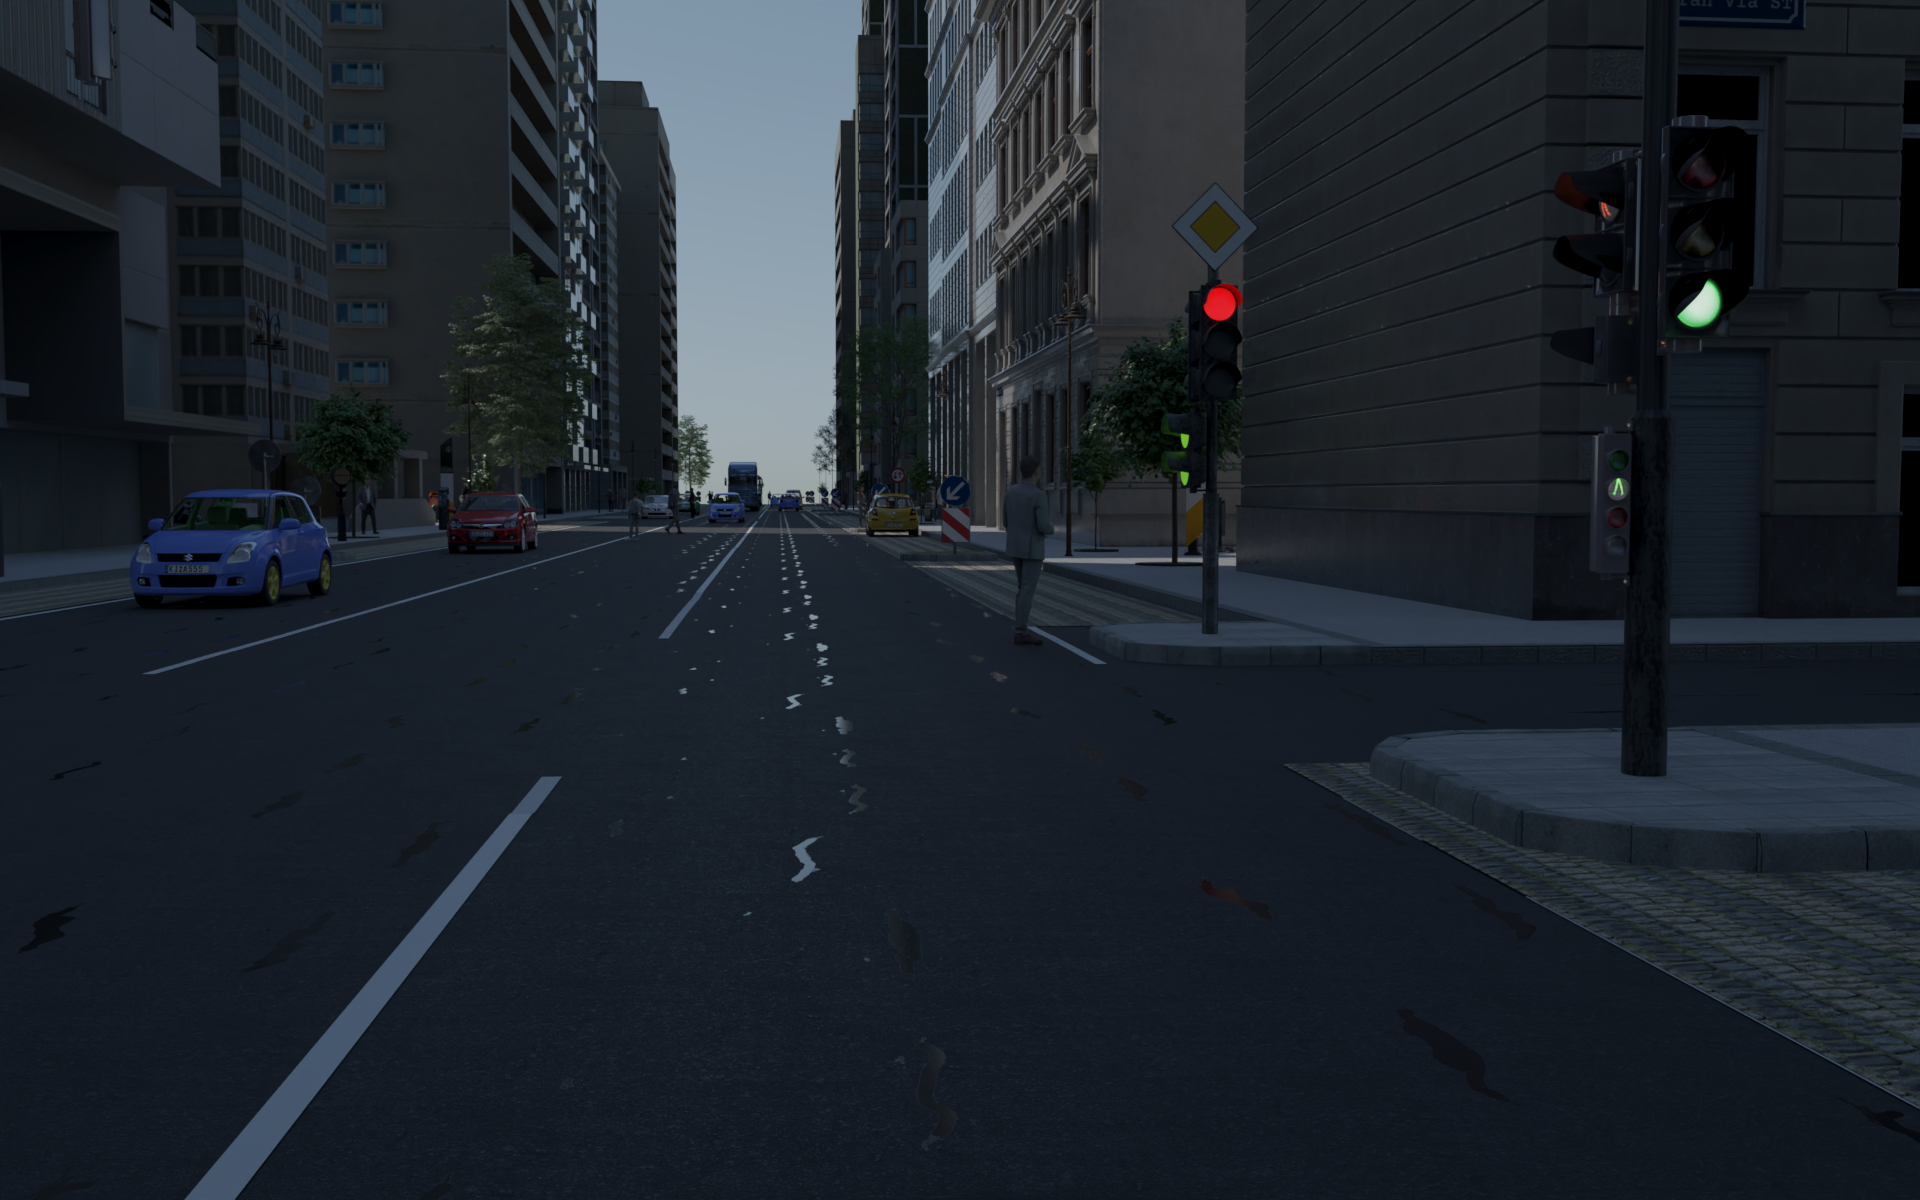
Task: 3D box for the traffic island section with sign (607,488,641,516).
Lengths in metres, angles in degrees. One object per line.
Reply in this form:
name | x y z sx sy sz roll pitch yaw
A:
traffic island section with sign | -22.168 -6.443 113.972 1.989 1.847 2.006 0 4 -6

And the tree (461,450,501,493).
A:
tree | -19.826 -4.775 72.666 1.663 3.219 1.824 0 3 0

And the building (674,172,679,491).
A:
building | -48.703 -37.001 228.671 21.300 48.544 21.600 0 4 -6

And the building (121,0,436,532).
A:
building | -37.059 -22.643 62.091 32.217 40.220 23.993 0 4 -6

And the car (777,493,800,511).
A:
car | -14.373 -8.298 145.260 1.945 1.707 3.694 0 4 -8

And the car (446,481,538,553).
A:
car | -11.679 -2.100 43.376 2.155 1.783 4.494 0 4 -7

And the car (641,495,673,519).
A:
car | -17.641 -5.437 101.264 2.083 1.381 4.827 0 4 -8

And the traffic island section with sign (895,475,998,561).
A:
traffic island section with sign | -0.282 -1.769 37.552 1.989 1.847 2.006 0 4 -6

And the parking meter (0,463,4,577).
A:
parking meter | -14.918 -1.282 26.671 0.255 1.863 0.399 -1 4 -19

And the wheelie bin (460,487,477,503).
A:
wheelie bin | -22.746 -4.438 80.467 0.693 1.594 0.980 2 4 34

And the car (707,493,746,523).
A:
car | -11.744 -4.751 87.265 1.945 1.707 3.694 0 4 -4

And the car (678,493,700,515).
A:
car | -18.860 -6.741 119.009 1.959 1.807 4.718 0 4 -5

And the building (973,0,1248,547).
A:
building | 7.302 -13.170 51.490 11.583 22.565 21.152 0 4 -6

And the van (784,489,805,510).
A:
van | -14.993 -9.104 155.856 2.013 2.044 4.112 0 4 -5

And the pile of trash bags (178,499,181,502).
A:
pile of trash bags | -22.142 -2.258 46.674 3.447 1.369 1.912 -1 4 -13

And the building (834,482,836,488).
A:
building | -1.145 -33.466 239.055 32.217 40.220 23.993 0 4 -6

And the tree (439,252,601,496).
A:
tree | -20.868 -10.028 82.085 7.486 12.596 7.792 0 3 0

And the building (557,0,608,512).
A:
building | -38.507 -30.897 124.777 23.786 49.044 30.456 0 4 -6

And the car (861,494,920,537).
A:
car | -2.324 -2.971 58.792 2.015 1.641 3.980 0 4 -5

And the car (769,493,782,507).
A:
car | -19.708 -10.897 187.749 1.945 1.707 3.694 0 4 -6

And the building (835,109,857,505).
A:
building | -4.502 -36.200 215.573 21.300 48.544 21.600 0 4 -6

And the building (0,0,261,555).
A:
building | -30.005 -26.871 28.580 28.713 52.752 27.495 0 4 -6

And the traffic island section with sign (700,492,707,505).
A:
traffic island section with sign | -33.565 -13.104 222.880 1.989 1.847 2.006 0 4 -6

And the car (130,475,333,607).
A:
car | -9.707 -0.832 23.198 1.945 1.707 3.694 0 4 -5

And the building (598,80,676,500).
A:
building | -45.866 -35.655 206.663 21.300 48.544 21.600 0 4 -6

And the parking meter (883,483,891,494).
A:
parking meter | -3.688 -5.001 87.481 0.255 1.863 0.399 -2 4 -30

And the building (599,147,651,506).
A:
building | -49.104 -30.016 182.636 32.217 40.220 23.993 0 4 -6

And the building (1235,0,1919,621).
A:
building | 17.252 -13.839 23.528 25.104 27.353 12.463 0 4 -6

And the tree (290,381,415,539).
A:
tree | -17.643 -4.077 50.376 4.285 4.588 4.351 0 3 0

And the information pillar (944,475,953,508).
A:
information pillar | -0.466 -3.841 67.291 0.304 2.012 0.304 -3 5 -39

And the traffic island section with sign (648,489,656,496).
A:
traffic island section with sign | -24.982 -8.083 140.780 1.989 1.847 2.006 0 4 -6

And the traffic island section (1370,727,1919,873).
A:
traffic island section | 3.150 0.875 7.973 2.009 0.180 2.903 0 4 -6

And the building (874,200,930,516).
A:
building | 8.764 -16.685 117.837 27.650 21.520 28.899 0 4 -6

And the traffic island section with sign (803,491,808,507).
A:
traffic island section with sign | -17.018 -11.552 197.494 1.989 1.847 2.006 0 4 -6

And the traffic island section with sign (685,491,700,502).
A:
traffic island section with sign | -30.768 -11.464 196.070 1.989 1.847 2.006 0 4 -6

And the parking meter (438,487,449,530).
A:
parking meter | -18.394 -3.261 61.720 0.372 1.533 0.369 0 3 0

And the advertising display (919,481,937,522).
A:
advertising display | -1.467 -4.570 79.929 0.974 1.923 0.123 3 5 39

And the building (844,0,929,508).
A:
building | -2.464 -46.218 193.912 20.563 71.187 20.611 0 4 -6

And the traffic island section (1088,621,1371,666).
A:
traffic island section | 2.319 0.389 15.915 2.009 0.180 2.903 0 4 -6

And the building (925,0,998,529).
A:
building | 5.237 -18.296 76.625 11.434 29.767 29.804 0 4 -6

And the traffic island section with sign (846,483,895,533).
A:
traffic island section with sign | -3.125 -3.433 64.765 1.989 1.847 2.006 0 4 -6

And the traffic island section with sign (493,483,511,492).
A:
traffic island section with sign | -16.951 -3.389 64.042 1.989 1.847 2.006 0 4 -6

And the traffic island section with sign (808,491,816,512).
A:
traffic island section with sign | -11.209 -8.159 142.022 1.989 1.847 2.006 0 4 -6

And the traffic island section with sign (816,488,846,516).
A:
traffic island section with sign | -8.402 -6.519 115.213 1.989 1.847 2.006 0 4 -6

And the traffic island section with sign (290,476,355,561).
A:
traffic island section with sign | -14.136 -1.746 37.170 1.989 1.847 2.006 0 4 -6

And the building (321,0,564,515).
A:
building | -34.853 -29.005 97.928 21.300 48.544 21.600 0 4 -6

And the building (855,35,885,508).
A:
building | -2.583 -29.072 158.915 14.154 41.232 14.086 0 4 -6

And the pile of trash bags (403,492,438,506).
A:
pile of trash bags | -25.905 -4.339 80.697 3.447 1.369 1.912 -1 4 -10

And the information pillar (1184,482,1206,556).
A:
information pillar | 4.946 -2.738 36.116 0.504 3.616 0.183 2 4 28

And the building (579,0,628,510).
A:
building | -39.873 -43.512 149.668 20.563 71.187 20.611 0 4 -6

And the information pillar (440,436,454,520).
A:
information pillar | -20.542 -4.773 69.388 0.504 3.616 0.183 -1 4 -13
